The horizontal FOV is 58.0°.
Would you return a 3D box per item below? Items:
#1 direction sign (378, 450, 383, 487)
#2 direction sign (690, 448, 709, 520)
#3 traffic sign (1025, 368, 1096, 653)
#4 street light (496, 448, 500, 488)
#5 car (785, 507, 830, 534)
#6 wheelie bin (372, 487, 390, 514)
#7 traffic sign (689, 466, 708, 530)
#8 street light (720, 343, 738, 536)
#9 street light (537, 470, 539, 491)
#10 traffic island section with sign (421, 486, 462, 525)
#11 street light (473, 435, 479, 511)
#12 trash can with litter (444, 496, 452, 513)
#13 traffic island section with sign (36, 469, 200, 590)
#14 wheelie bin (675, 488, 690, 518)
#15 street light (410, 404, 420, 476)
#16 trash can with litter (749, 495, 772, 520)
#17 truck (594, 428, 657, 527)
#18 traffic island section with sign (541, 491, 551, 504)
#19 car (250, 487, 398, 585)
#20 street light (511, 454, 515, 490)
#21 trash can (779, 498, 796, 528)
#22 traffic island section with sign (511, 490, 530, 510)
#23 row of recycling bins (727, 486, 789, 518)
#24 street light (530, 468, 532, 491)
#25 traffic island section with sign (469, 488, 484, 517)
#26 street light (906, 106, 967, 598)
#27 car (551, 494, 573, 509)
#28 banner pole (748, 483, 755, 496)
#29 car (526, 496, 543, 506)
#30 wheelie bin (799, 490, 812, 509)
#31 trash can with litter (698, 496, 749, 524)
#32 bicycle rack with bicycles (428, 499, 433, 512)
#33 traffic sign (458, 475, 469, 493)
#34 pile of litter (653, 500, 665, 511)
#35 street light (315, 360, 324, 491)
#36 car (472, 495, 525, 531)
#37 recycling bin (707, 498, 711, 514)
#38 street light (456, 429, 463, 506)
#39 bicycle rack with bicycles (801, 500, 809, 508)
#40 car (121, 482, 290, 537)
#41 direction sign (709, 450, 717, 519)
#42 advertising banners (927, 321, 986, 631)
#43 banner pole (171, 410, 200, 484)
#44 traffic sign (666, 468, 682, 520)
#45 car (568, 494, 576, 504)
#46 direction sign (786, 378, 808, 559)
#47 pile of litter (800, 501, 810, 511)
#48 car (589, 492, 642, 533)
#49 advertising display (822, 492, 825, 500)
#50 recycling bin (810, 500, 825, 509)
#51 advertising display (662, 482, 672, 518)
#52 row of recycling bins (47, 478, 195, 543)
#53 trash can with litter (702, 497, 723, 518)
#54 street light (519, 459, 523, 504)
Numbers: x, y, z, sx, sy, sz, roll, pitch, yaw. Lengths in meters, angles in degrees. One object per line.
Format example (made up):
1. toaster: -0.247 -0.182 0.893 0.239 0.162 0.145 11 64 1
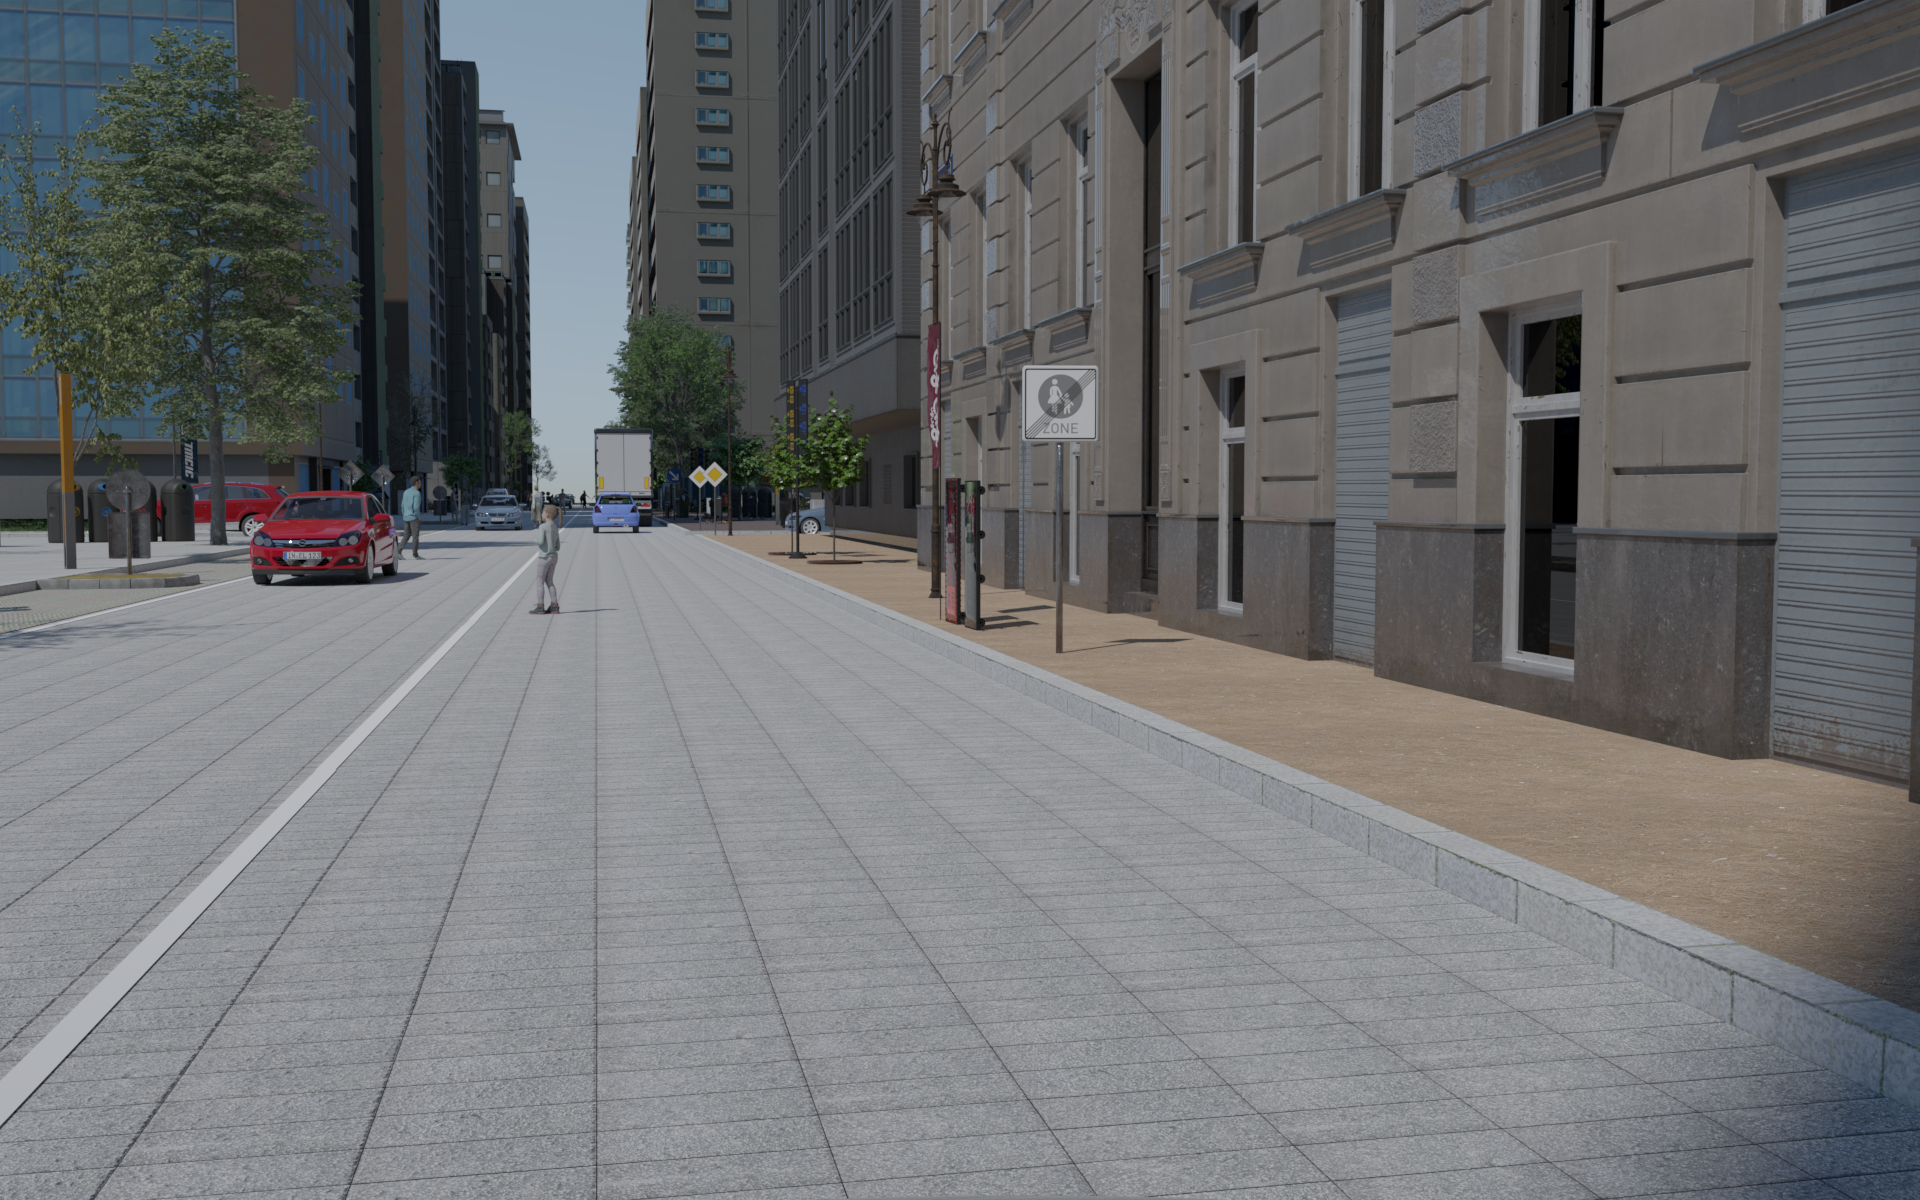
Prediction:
1. direction sign: -29.816 -5.943 89.168 0.379 3.537 0.876 0 4 -5
2. direction sign: -12.981 -5.722 85.559 0.876 3.537 0.379 3 4 36
3. traffic sign: 0.799 -0.719 13.891 0.606 2.300 0.079 0 4 -2
4. street light: -44.050 -11.779 165.374 0.468 5.910 1.993 -1 4 -12
5. car: -3.751 -2.904 59.477 4.499 1.417 2.014 -1 4 -11
6. wheelie bin: -26.667 -4.390 79.689 0.693 1.594 0.980 -3 4 -37
7. traffic sign: -9.234 -3.539 61.501 0.795 2.450 0.064 -1 4 -12
8. street light: -7.069 -4.915 53.141 0.468 5.910 1.993 -1 4 -12
9. street light: -67.301 -18.566 276.348 0.468 5.910 1.993 -1 4 -12
10. traffic island section with sign: -24.429 -4.459 81.526 1.989 1.847 2.006 -1 4 -12
11. street light: -37.544 -9.880 134.325 0.468 5.910 1.993 -1 4 -12
12. trash can with litter: -34.902 -6.537 118.260 0.624 1.170 1.055 0 4 -7
13. traffic island section with sign: -12.968 -1.114 26.849 1.989 1.847 2.006 -1 4 -12
14. wheelie bin: -15.011 -5.249 93.727 0.693 1.594 0.980 -2 4 -34
15. street light: -28.158 -7.143 89.569 0.468 5.910 1.993 -1 4 -12
16. trash can with litter: -10.428 -4.681 87.592 1.678 1.210 2.233 -3 5 -43
17. truck: -15.306 -5.532 79.362 2.839 4.237 11.283 -1 4 -10
18. traffic island section with sign: -62.671 -15.613 263.901 1.989 1.847 2.006 -1 4 -12
19. car: -10.540 -1.213 28.878 2.155 1.783 4.494 -1 4 -10
20. street light: -50.606 -13.673 196.342 0.468 5.910 1.993 -1 4 -12
21. trash can: -6.543 -3.322 65.966 0.748 1.137 0.748 0 3 0
22. traffic island section with sign: -40.299 -9.087 157.197 1.989 1.847 2.006 -1 4 -12
23. row of recycling bins: -11.011 -5.342 94.456 3.534 1.692 1.069 1 4 12
24. street light: -60.907 -16.707 245.953 0.468 5.910 1.993 -1 4 -12
25. traffic island section with sign: -30.030 -6.089 108.181 1.989 1.847 2.006 -1 4 -12
26. street light: -0.300 -2.961 21.199 0.468 5.910 1.993 -1 4 -12
27. car: -38.773 -9.601 168.775 2.131 1.459 4.920 -1 4 -11
28. banner pole: -11.038 -6.202 91.428 0.401 3.779 0.863 2 4 28
29. car: -48.790 -11.422 198.754 2.014 1.417 4.499 -1 4 -10
30. wheelie bin: -10.979 -7.010 122.525 0.980 1.594 0.693 -3 5 -40
31. trash can with litter: -10.689 -3.972 75.999 1.678 1.210 2.233 -3 4 -38
32. bicycle rack with bicycles: -37.247 -6.667 122.392 2.925 0.926 2.852 -3 5 -42
33. traffic sign: -33.804 -7.210 117.988 0.768 2.556 0.104 -1 4 -10
34. pile of litter: -23.310 -7.261 132.675 1.719 0.858 1.176 1 4 14
35. street light: -21.834 -5.283 59.159 0.468 5.910 1.993 -1 4 -12
36. car: -18.394 -3.495 69.150 2.014 1.417 4.499 -1 4 -13
37. recycling bin: -15.621 -5.965 110.084 0.722 1.027 0.722 1 4 20
38. street light: -34.575 -9.001 119.959 0.468 5.910 1.993 -1 4 -12
39. bicycle rack with bicycles: -9.353 -6.126 113.545 2.852 0.926 2.925 0 4 -3
40. car: -23.615 -2.811 54.628 5.304 1.827 2.281 -1 4 -10
41. direction sign: -12.894 -5.981 89.783 0.876 3.537 0.379 3 4 37
42. advertising banners: -0.064 -1.278 17.087 0.090 3.025 2.074 -1 4 -14
43. banner pole: -22.635 -3.699 50.490 0.863 3.779 0.401 -2 4 -29
44. traffic sign: -13.890 -5.143 84.191 0.768 2.556 0.104 -1 4 -10
45. car: -55.464 -14.388 245.463 2.015 1.641 3.980 -1 4 -12
46. direction sign: -3.226 -2.591 34.357 0.379 3.537 0.876 -2 4 -32
47. pile of litter: -9.404 -5.664 106.571 1.719 0.858 1.176 2 4 30
48. car: -12.802 -3.352 64.397 1.945 1.707 3.694 -1 4 -12
49. advertising display: -7.519 -5.775 99.633 0.974 1.923 0.123 -3 4 -38
50. recycling bin: -6.496 -4.117 79.866 0.722 1.027 0.722 -1 4 -15
51. advertising display: -15.586 -5.320 92.198 0.123 1.923 0.974 -2 4 -35
52. row of recycling bins: -22.335 -2.387 46.142 3.534 1.692 1.069 -2 4 -32
53. trash can with litter: -13.088 -4.892 91.370 0.624 1.170 1.055 3 4 37
54. street light: -54.590 -14.838 215.386 0.468 5.910 1.993 -1 4 -12
